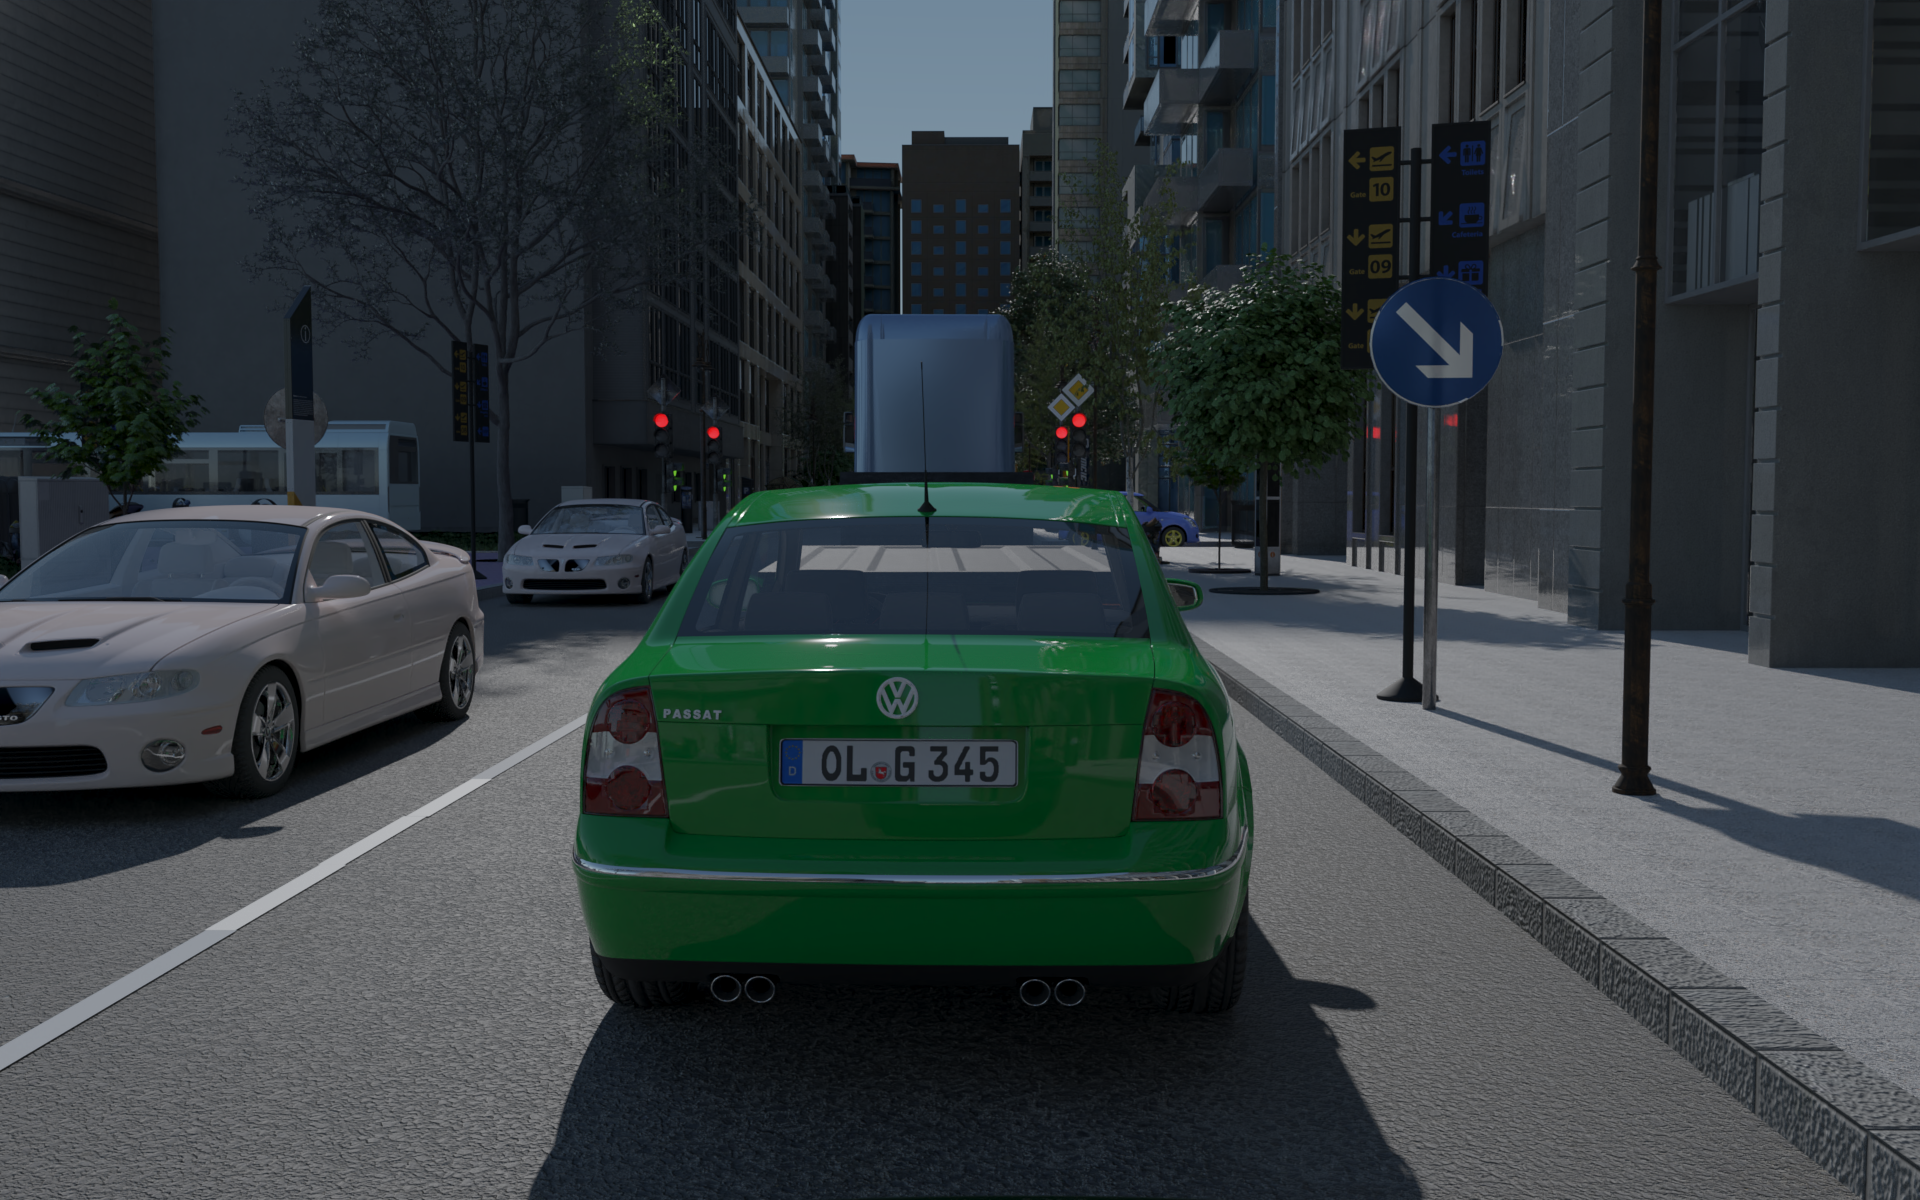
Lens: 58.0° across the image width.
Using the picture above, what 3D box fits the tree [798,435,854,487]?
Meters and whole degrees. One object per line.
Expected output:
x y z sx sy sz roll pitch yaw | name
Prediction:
-7.365 -6.912 96.717 4.285 4.588 4.351 0 3 0 | tree

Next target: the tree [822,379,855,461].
-7.192 -9.871 111.757 4.737 8.622 4.395 0 3 0 | tree

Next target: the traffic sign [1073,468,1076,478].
3.721 -3.584 59.782 0.795 2.450 0.064 0 4 7 | traffic sign

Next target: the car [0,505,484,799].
-4.119 0.164 9.677 2.083 1.381 4.827 0 4 2 | car

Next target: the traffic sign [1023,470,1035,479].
3.564 -5.581 91.353 0.768 2.556 0.104 0 4 3 | traffic sign

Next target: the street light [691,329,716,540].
-7.180 -4.637 48.610 0.468 5.910 1.993 0 4 0 | street light

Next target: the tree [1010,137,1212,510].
3.475 -5.219 35.691 4.737 8.622 4.395 0 3 0 | tree

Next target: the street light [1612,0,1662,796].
2.897 -2.109 7.266 0.468 5.910 1.993 0 4 0 | street light

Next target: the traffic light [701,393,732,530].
-6.810 -3.636 48.363 0.839 4.253 0.868 0 4 0 | traffic light

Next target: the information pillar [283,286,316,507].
-7.363 -1.713 19.357 0.183 3.616 0.504 0 4 8 | information pillar

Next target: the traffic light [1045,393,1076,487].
2.801 -3.632 48.297 0.839 4.253 0.868 0 4 0 | traffic light

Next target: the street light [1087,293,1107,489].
3.120 -4.107 39.944 0.468 5.910 1.993 0 4 0 | street light

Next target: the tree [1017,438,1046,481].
4.128 -14.599 156.818 7.486 12.596 7.792 0 3 0 | tree

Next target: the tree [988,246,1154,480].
4.341 -9.980 80.175 9.611 12.733 9.660 0 3 0 | tree

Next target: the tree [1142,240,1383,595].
4.060 -2.376 22.567 4.285 4.588 4.351 0 3 0 | tree

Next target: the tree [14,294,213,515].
-8.322 -1.366 16.932 1.663 3.219 1.824 0 3 0 | tree

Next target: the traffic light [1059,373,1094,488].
2.732 -3.143 40.312 0.839 4.253 0.868 0 4 0 | traffic light

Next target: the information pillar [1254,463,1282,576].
4.830 -1.386 27.161 0.304 2.012 0.304 -2 4 -24 | information pillar

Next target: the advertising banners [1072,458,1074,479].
3.947 -4.049 62.394 0.090 3.025 2.074 1 4 13 | advertising banners

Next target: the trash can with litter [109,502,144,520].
-12.066 -0.805 24.544 1.055 1.170 0.624 2 4 24 | trash can with litter

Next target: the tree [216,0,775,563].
-8.708 -7.459 32.319 12.009 13.543 11.850 0 3 0 | tree

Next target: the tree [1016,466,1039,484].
4.031 -6.745 104.889 1.663 3.219 1.824 0 3 0 | tree

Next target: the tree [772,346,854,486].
-7.474 -8.334 86.630 4.360 8.622 3.978 0 3 0 | tree

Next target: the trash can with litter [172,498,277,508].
-11.247 -0.981 27.100 1.678 1.210 2.233 1 4 20 | trash can with litter

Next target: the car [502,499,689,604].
-4.970 -0.720 24.131 2.083 1.381 4.827 0 4 1 | car

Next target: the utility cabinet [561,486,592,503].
-10.685 -2.428 48.376 0.318 1.500 1.173 -3 5 -43 | utility cabinet

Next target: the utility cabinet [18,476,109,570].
-11.317 -0.811 21.945 0.318 1.500 1.173 1 4 16 | utility cabinet

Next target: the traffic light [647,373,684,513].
-6.879 -3.147 40.379 0.839 4.253 0.868 0 4 0 | traffic light

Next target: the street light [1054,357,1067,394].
3.350 -5.152 57.027 0.468 5.910 1.993 0 4 0 | street light

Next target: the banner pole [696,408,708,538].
-7.530 -3.705 50.589 0.401 3.779 0.863 0 4 -6 | banner pole

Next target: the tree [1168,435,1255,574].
4.214 -2.067 28.398 1.663 3.219 1.824 0 3 0 | tree

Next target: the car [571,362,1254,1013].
-0.052 0.160 6.185 1.959 1.807 4.718 0 4 2 | car

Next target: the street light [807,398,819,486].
-6.942 -6.684 82.078 0.468 5.910 1.993 0 4 0 | street light

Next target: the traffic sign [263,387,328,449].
-7.789 -1.236 20.322 0.768 2.556 0.104 0 4 1 | traffic sign

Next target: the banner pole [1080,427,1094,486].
4.791 -4.580 64.904 0.863 3.779 0.401 0 4 -2 | banner pole

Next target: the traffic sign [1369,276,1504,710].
2.795 -0.620 10.242 0.768 2.556 0.104 0 4 7 | traffic sign
